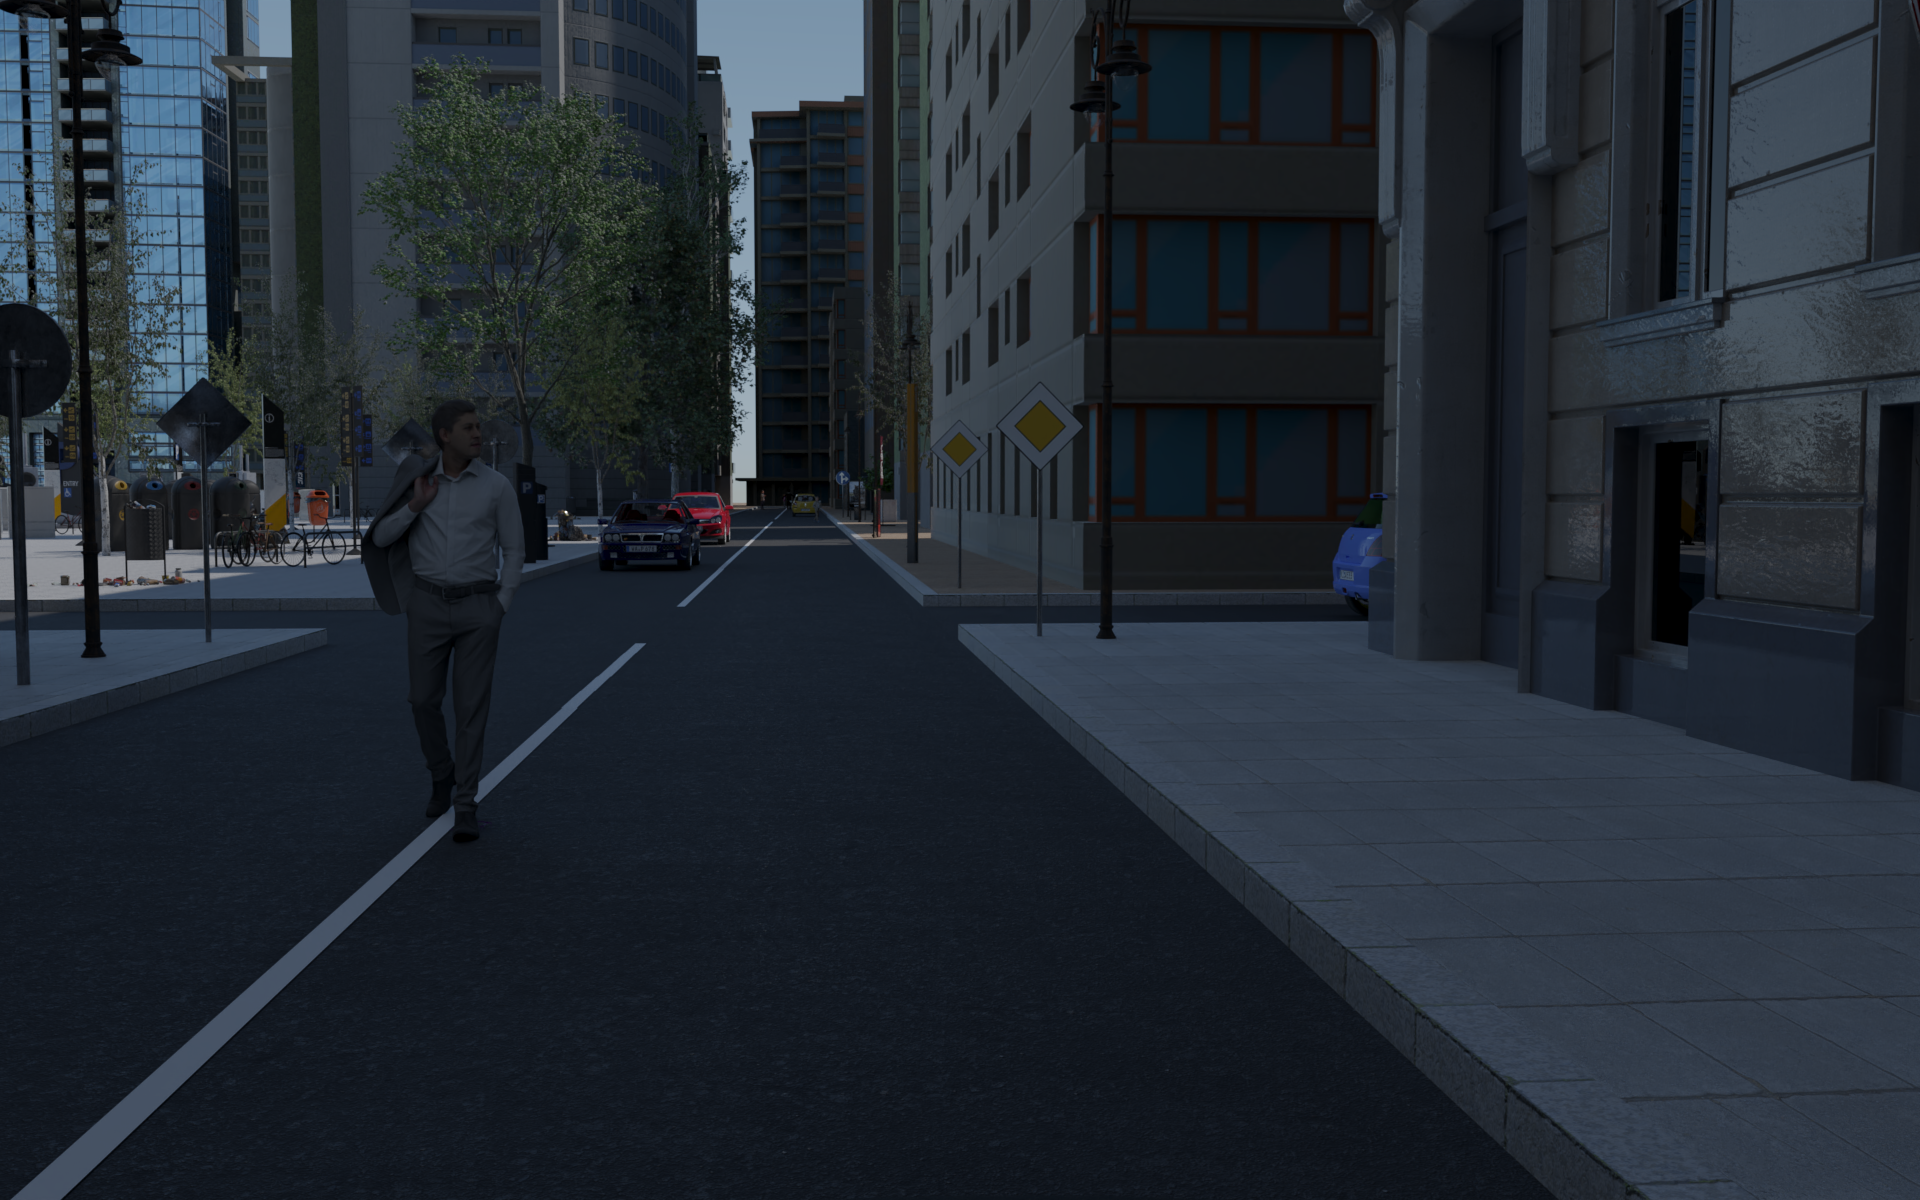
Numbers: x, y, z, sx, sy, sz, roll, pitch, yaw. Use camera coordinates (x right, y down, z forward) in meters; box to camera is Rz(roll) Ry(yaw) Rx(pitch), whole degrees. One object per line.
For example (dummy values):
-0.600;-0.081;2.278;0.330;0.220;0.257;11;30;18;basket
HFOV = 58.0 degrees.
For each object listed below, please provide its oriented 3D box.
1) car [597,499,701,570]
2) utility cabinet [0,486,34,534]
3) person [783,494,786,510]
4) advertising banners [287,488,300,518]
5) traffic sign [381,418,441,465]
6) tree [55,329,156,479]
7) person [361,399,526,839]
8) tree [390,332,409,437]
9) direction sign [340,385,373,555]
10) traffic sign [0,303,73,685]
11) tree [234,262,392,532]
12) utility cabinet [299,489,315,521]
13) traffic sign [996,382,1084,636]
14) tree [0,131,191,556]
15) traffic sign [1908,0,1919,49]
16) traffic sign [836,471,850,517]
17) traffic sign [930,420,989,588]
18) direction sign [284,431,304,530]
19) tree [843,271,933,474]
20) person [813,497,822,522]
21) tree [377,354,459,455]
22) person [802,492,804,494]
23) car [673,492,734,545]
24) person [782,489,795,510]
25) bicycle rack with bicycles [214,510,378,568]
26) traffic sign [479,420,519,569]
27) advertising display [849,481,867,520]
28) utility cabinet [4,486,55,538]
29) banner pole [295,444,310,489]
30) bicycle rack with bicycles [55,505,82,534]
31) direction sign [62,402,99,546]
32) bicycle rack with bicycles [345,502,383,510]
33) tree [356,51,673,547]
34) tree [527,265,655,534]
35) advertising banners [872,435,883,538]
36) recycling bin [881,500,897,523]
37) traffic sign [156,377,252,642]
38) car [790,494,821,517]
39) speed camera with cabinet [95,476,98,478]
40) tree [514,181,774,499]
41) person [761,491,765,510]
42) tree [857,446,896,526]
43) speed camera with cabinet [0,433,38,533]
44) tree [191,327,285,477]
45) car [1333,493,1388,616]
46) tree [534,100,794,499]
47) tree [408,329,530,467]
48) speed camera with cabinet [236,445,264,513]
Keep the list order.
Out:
-6.021;-1.297;33.778;1.945;1.354;3.894;0;4;-5;car
-32.633;-3.110;59.531;1.173;1.500;0.318;-1;4;-12;utility cabinet
-16.214;-9.033;159.405;0.599;1.433;0.991;0;4;-4;person
-34.340;-5.659;88.720;2.074;3.025;0.090;3;4;36;advertising banners
-7.225;-1.177;22.883;0.795;2.450;0.064;0;4;-5;traffic sign
-38.760;-7.814;78.125;4.737;8.622;4.395;0;3;0;tree
-2.211;0.071;7.434;0.679;1.850;0.850;-1;4;-13;person
-23.562;-7.083;66.177;4.360;8.622;3.978;0;3;0;tree
-12.754;-2.717;36.414;0.876;3.537;0.379;3;5;44;direction sign
-6.300;-0.702;11.576;0.768;2.556;0.104;0;4;4;traffic sign
-21.319;-6.425;55.408;4.360;8.622;3.978;0;3;0;tree
-31.060;-4.506;82.352;0.318;1.500;1.173;-3;5;-44;utility cabinet
0.714;-0.729;15.564;0.795;2.450;0.064;0;4;-5;traffic sign
-17.656;-5.201;35.398;4.360;8.622;3.978;0;3;0;tree
1.957;-0.175;2.975;0.768;2.556;0.104;0;4;0;traffic sign
-6.402;-5.794;94.833;0.768;2.556;0.104;0;4;-4;traffic sign
-0.009;-1.216;23.516;0.795;2.450;0.064;0;4;-5;traffic sign
-23.902;-4.279;61.965;0.876;3.537;0.379;-3;4;-37;direction sign
-1.668;-6.498;56.601;4.360;8.622;3.978;0;3;0;tree
-7.204;-4.571;87.508;0.475;1.303;0.640;-3;5;-40;person
-28.537;-8.649;91.775;4.737;8.622;4.395;0;3;0;tree
-12.599;-7.872;138.680;0.415;1.643;0.593;-3;5;-41;person
-7.622;-2.516;50.182;2.155;1.783;4.494;0;4;-5;car
-15.243;-8.941;154.312;1.348;1.869;0.705;0;4;3;person
-12.202;-1.077;30.994;2.852;0.926;2.925;1;4;14;bicycle rack with bicycles
-7.935;-1.805;29.625;0.768;2.556;0.104;0;4;-5;traffic sign
-5.020;-4.881;85.024;0.974;1.923;0.123;2;4;29;advertising display
-26.786;-2.524;49.946;1.173;1.500;0.318;-2;4;-34;utility cabinet
-31.663;-5.721;83.550;0.863;3.779;0.401;-3;4;-37;banner pole
-27.061;-2.576;55.504;2.925;0.926;2.852;2;4;26;bicycle rack with bicycles
-21.742;-3.111;42.865;0.876;3.537;0.379;0;4;4;direction sign
-26.210;-3.949;77.948;2.852;0.926;2.925;1;4;15;bicycle rack with bicycles
-10.572;-7.093;41.733;9.928;11.665;9.643;0;3;0;tree
-11.433;-6.369;54.495;4.737;8.622;4.395;0;3;0;tree
-2.423;-3.368;51.259;0.090;3.025;2.074;0;4;6;advertising banners
-3.291;-4.029;78.420;0.722;1.027;0.722;-1;4;-17;recycling bin
-6.502;-0.690;14.931;0.795;2.450;0.064;0;4;-5;traffic sign
-9.909;-6.166;111.043;2.015;1.641;3.980;0;4;-5;car
-45.065;-5.907;90.919;0.660;3.252;2.038;-1;4;-9;speed camera with cabinet
-11.676;-8.970;63.660;9.611;12.733;9.660;0;3;0;tree
-17.967;-9.161;158.816;0.750;1.759;0.617;2;4;31;person
-3.042;-4.573;69.364;1.663;3.219;1.824;0;3;0;tree
-30.927;-3.767;55.929;2.038;3.252;0.660;-2;4;-31;speed camera with cabinet
-32.443;-7.782;77.590;4.737;8.622;4.395;0;3;0;tree
6.169;-0.621;19.742;3.694;1.707;1.945;0;4;-6;car
-14.610;-14.059;85.756;12.611;20.169;13.585;0;3;0;tree
-20.470;-7.489;72.801;4.360;8.622;3.978;0;3;0;tree
-28.445;-4.642;70.240;2.038;3.252;0.660;1;4;21;speed camera with cabinet
